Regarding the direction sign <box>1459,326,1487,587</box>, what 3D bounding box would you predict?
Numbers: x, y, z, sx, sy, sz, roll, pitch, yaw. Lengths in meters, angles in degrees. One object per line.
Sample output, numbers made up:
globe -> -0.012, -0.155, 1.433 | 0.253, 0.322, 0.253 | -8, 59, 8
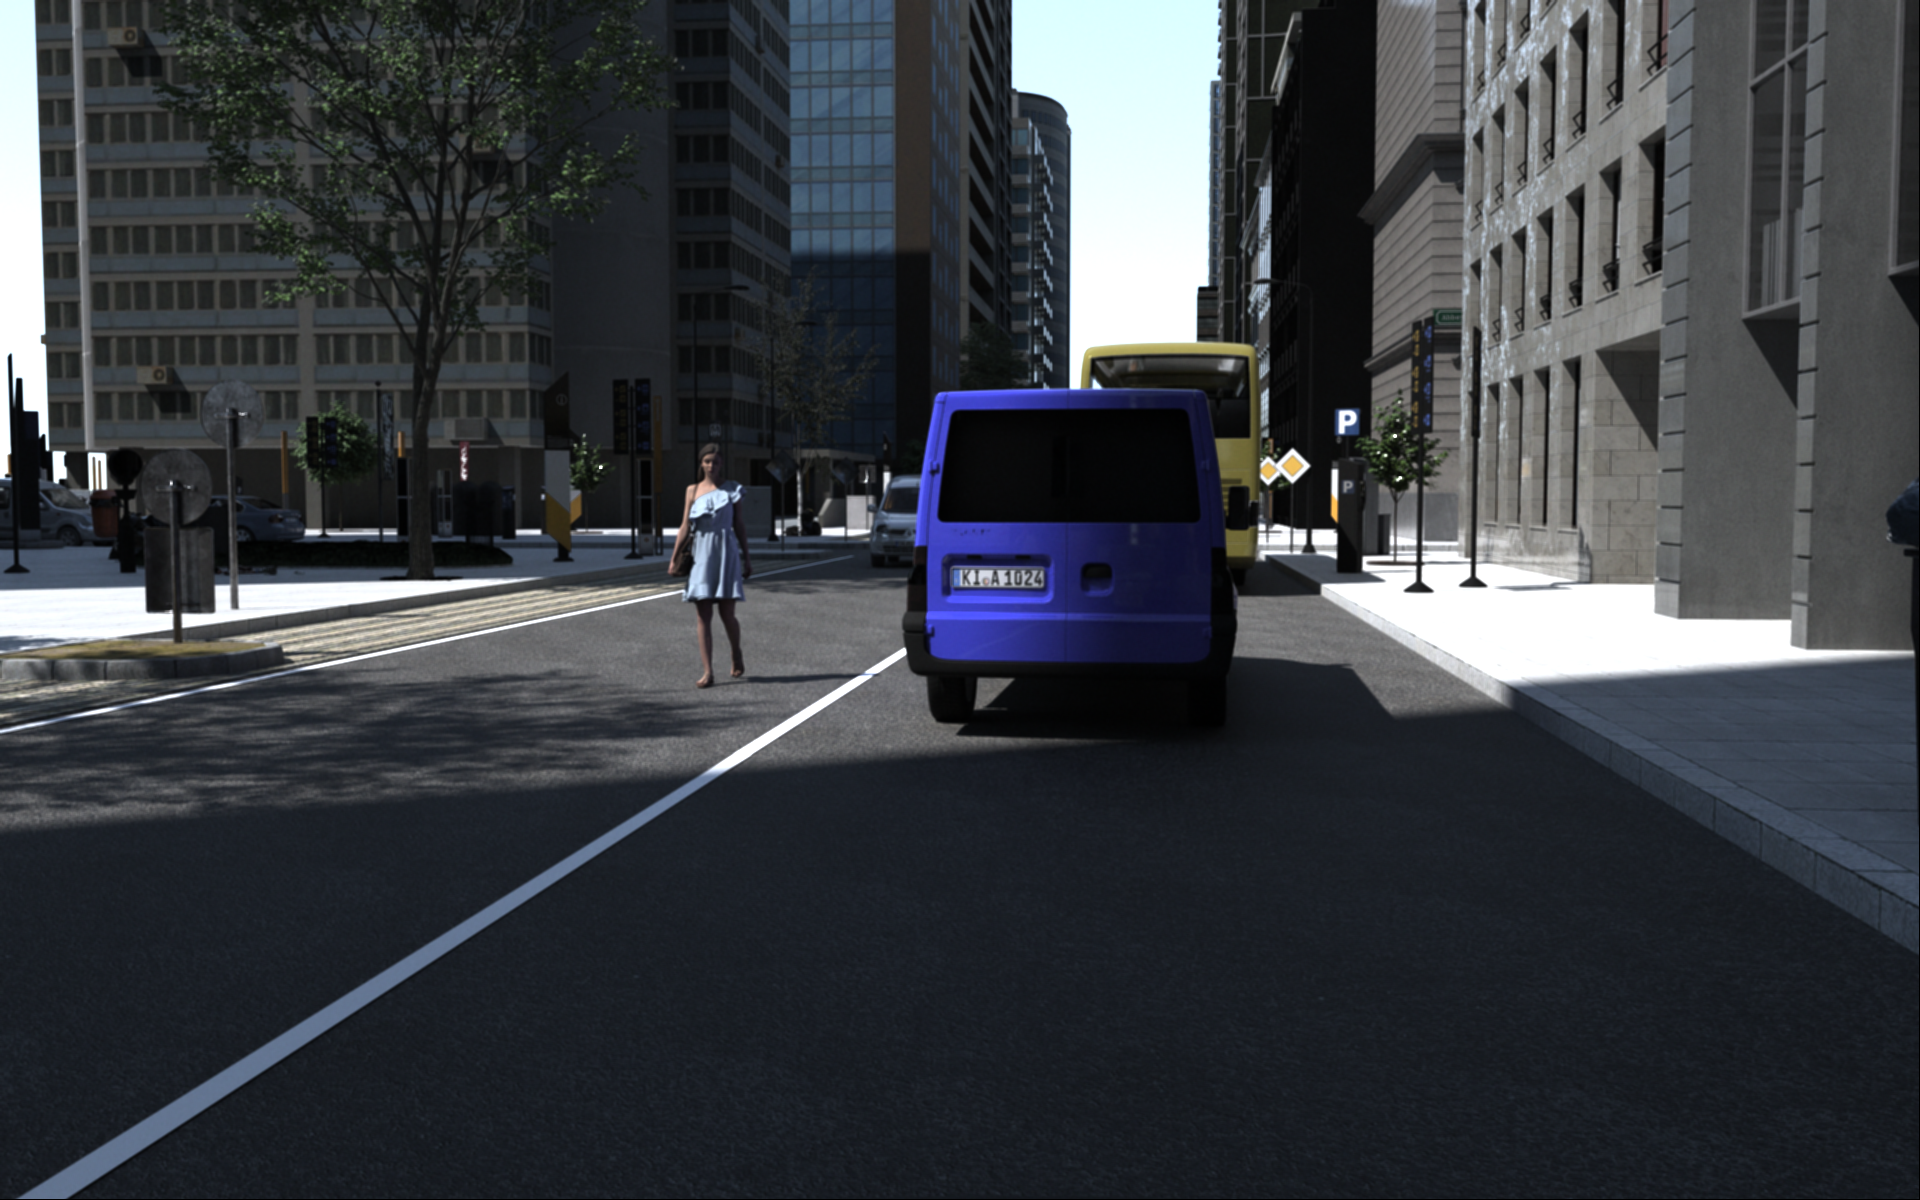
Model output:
direction sign -> 7.098, -1.948, 23.854 | 0.379, 3.537, 0.876 | 1, 4, 22

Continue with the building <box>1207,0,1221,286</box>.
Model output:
building -> 46.276, -57.936, 259.921 | 22.319, 86.520, 31.000 | 0, 4, 6

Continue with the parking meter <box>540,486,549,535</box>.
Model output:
parking meter -> -13.114, -2.848, 54.973 | 0.372, 1.533, 0.369 | 0, 3, 0

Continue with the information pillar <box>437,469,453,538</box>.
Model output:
information pillar -> -15.127, -2.835, 50.851 | 0.304, 2.012, 0.304 | 3, 5, 40

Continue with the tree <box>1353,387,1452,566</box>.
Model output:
tree -> 8.043, -2.249, 31.373 | 1.663, 3.219, 1.824 | 0, 3, 0

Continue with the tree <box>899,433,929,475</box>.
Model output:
tree -> -1.515, -6.422, 88.705 | 4.285, 4.588, 4.351 | 0, 3, 0

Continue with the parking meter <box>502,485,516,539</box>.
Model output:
parking meter -> -12.823, -2.495, 49.204 | 0.372, 1.533, 0.369 | 0, 3, 0

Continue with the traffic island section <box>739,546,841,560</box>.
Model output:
traffic island section -> -3.980, -1.005, 38.717 | 2.009, 0.180, 2.903 | 0, 4, 6

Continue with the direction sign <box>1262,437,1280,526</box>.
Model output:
direction sign -> 12.422, -4.729, 69.317 | 0.876, 3.537, 0.379 | -2, 4, -27

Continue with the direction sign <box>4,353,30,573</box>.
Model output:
direction sign -> -15.412, -2.214, 28.197 | 0.379, 3.537, 0.876 | -2, 4, -31

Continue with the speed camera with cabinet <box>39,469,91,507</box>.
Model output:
speed camera with cabinet -> -31.674, -4.067, 60.839 | 2.038, 3.252, 0.660 | -2, 4, -27

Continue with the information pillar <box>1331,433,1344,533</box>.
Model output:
information pillar -> 12.493, -4.031, 57.268 | 0.183, 3.616, 0.504 | -2, 4, -31

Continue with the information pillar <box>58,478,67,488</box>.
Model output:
information pillar -> -42.202, -4.713, 81.542 | 0.304, 2.012, 0.304 | 0, 4, -8

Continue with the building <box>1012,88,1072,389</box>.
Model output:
building -> 4.969, -43.468, 252.697 | 21.231, 58.520, 28.212 | 0, 4, 6

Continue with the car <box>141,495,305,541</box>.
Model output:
car -> -18.968, -1.950, 43.892 | 4.499, 1.417, 2.014 | 0, 4, 7

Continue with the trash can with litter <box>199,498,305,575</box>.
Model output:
trash can with litter -> -11.638, -1.018, 27.706 | 2.233, 1.210, 1.678 | 1, 4, 12

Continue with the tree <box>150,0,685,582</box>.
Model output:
tree -> -7.887, -6.105, 25.566 | 9.928, 11.665, 9.643 | 0, 3, 0

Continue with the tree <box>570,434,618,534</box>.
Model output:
tree -> -12.225, -3.775, 56.323 | 1.663, 3.219, 1.824 | 0, 3, 0

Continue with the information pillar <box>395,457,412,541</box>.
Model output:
information pillar -> -10.919, -1.819, 34.230 | 0.304, 2.012, 0.304 | 1, 4, 20

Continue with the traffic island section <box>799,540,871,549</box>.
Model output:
traffic island section -> -3.093, -1.491, 46.652 | 2.009, 0.180, 2.903 | 0, 4, 6

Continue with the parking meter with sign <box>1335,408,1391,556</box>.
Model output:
parking meter with sign -> 8.429, -2.435, 36.067 | 0.543, 3.016, 1.738 | 3, 4, 38

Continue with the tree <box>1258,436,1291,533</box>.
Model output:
tree -> 10.094, -3.842, 57.425 | 1.663, 3.219, 1.824 | 0, 3, 0

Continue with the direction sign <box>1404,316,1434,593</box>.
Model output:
direction sign -> 6.000, -1.868, 22.545 | 0.379, 3.537, 0.876 | 0, 4, -2

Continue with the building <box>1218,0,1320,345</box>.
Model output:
building -> 41.370, -47.828, 220.245 | 20.563, 71.187, 20.611 | 0, 4, 6

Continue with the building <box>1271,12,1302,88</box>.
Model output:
building -> 37.331, -27.082, 134.674 | 32.217, 40.220, 23.993 | 0, 4, 6

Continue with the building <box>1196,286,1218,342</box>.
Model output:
building -> 39.673, -28.625, 239.716 | 14.160, 30.474, 14.107 | 0, 4, 6

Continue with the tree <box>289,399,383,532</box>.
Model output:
tree -> -21.282, -4.618, 59.210 | 4.285, 4.588, 4.351 | 0, 3, 0

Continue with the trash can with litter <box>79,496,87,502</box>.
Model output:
trash can with litter -> -26.972, -2.583, 53.297 | 2.233, 1.210, 1.678 | 3, 4, 38

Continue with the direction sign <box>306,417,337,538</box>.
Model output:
direction sign -> -18.762, -3.608, 50.981 | 0.876, 3.537, 0.379 | -3, 5, -40

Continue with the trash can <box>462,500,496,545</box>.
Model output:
trash can -> -10.815, -1.670, 38.962 | 0.748, 1.137, 0.748 | 0, 3, 0

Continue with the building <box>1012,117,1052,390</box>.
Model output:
building -> 0.248, -36.902, 222.950 | 23.786, 49.044, 30.456 | 0, 4, 6

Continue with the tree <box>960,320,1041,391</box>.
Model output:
tree -> 1.836, -11.945, 113.425 | 7.486, 12.596, 7.792 | 0, 3, 0

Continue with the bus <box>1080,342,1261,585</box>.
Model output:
bus -> 3.698, -2.359, 30.122 | 2.896, 3.916, 12.252 | 0, 4, 7

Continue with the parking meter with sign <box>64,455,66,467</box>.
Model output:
parking meter with sign -> -38.696, -4.884, 76.116 | 1.738, 3.016, 0.543 | 3, 5, 40

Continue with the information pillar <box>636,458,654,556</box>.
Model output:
information pillar -> -6.525, -1.921, 35.907 | 0.304, 2.012, 0.304 | -1, 4, -17

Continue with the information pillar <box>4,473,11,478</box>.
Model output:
information pillar -> -33.624, -3.481, 61.414 | 0.304, 2.012, 0.304 | 1, 4, 10

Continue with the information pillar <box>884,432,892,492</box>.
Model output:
information pillar -> -2.740, -4.527, 65.367 | 0.183, 3.616, 0.504 | -2, 4, -31

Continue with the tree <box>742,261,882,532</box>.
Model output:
tree -> -4.927, -6.418, 55.301 | 4.360, 8.622, 3.978 | 0, 3, 0

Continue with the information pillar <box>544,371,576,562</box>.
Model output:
information pillar -> -7.618, -2.536, 32.825 | 0.504, 3.616, 0.183 | -2, 4, -35

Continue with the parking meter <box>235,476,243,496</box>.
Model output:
parking meter -> -22.812, -2.991, 54.608 | 0.255, 1.863, 0.399 | 1, 4, 11

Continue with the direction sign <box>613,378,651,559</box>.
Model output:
direction sign -> -6.463, -2.580, 34.178 | 0.876, 3.537, 0.379 | 2, 4, 25

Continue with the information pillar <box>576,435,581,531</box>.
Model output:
information pillar -> -13.361, -4.191, 59.872 | 0.504, 3.616, 0.183 | -2, 4, -27

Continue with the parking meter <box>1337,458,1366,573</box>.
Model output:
parking meter -> 6.362, -1.373, 28.163 | 0.399, 1.863, 0.255 | 2, 4, 34
